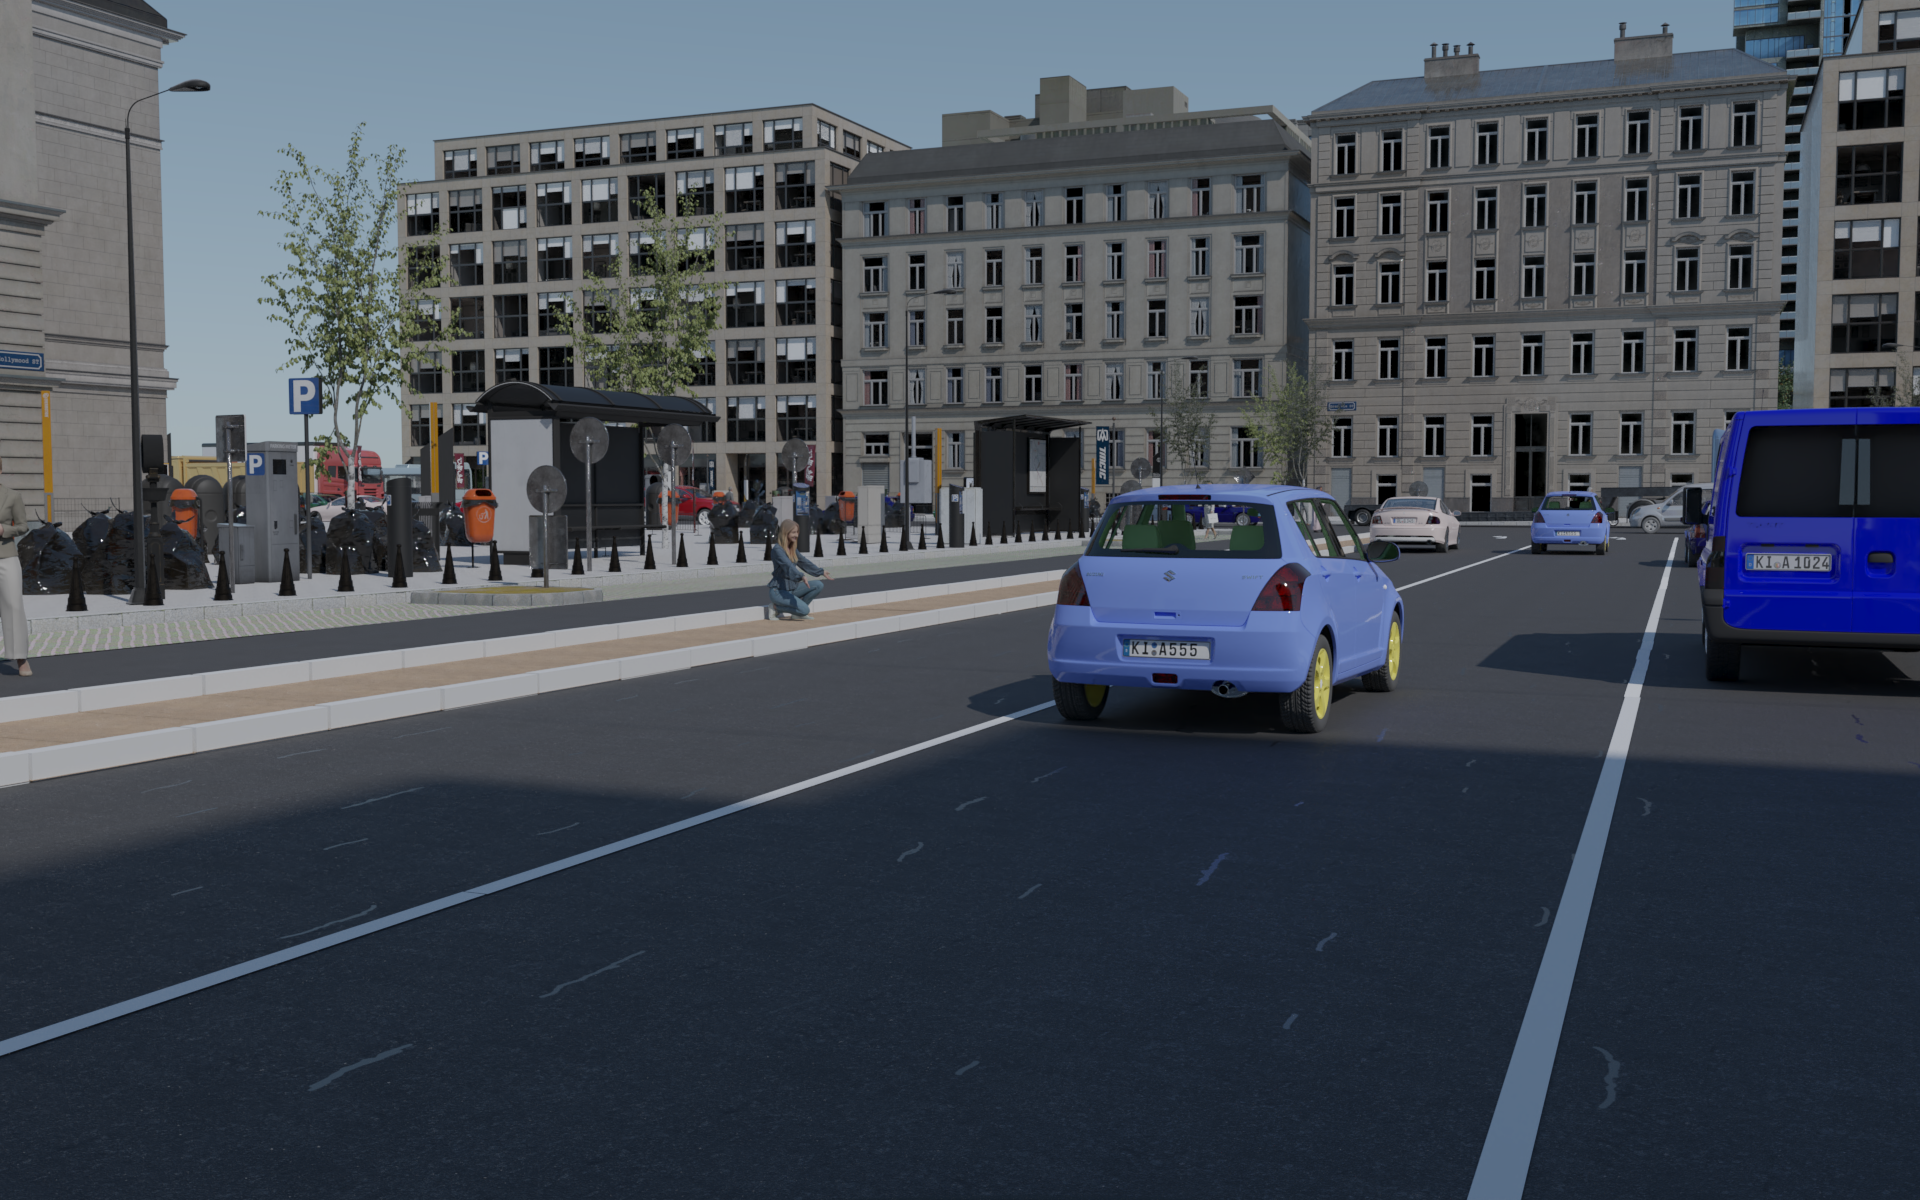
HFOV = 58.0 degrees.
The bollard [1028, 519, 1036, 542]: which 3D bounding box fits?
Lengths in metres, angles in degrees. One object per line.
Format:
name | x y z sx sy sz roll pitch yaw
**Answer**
bollard | 1.943 -1.870 46.609 0.229 0.601 0.229 0 3 0

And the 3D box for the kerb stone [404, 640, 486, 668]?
kerb stone | -4.406 0.462 14.661 0.120 0.150 1.000 1 4 23

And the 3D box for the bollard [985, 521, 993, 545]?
bollard | 0.729 -1.693 43.726 0.229 0.601 0.229 0 3 0

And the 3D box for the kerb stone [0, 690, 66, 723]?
kerb stone | -6.001 0.695 10.855 0.120 0.150 1.000 1 4 23

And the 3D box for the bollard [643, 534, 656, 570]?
bollard | -5.276 -0.820 29.451 0.229 0.601 0.229 0 3 0

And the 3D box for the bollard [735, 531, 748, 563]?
bollard | -4.079 -0.994 32.299 0.229 0.601 0.229 0 3 0

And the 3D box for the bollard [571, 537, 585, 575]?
bollard | -6.081 -0.704 27.546 0.229 0.601 0.229 0 3 0

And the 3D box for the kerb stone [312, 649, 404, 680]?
kerb stone | -4.811 0.519 13.714 0.120 0.150 1.000 1 4 23

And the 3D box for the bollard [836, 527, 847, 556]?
bollard | -2.475 -1.228 36.114 0.229 0.601 0.229 0 3 0

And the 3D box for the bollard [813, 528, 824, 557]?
bollard | -2.874 -1.170 35.168 0.229 0.601 0.229 0 3 0

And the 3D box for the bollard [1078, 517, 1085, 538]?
bollard | 3.547 -2.102 50.411 0.229 0.601 0.229 0 3 0

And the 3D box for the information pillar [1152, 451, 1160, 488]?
information pillar | 10.330 -6.077 90.718 0.504 3.616 0.183 0 4 -4

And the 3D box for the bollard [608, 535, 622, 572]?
bollard | -5.683 -0.762 28.499 0.229 0.601 0.229 0 3 0

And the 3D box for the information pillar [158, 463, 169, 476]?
information pillar | -18.968 -2.242 41.148 0.304 2.012 0.304 -3 4 -38

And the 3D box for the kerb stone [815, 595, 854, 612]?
kerb stone | -1.615 0.055 21.290 0.120 0.150 1.000 1 4 23

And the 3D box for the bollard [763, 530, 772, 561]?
bollard | -3.674 -1.053 33.261 0.229 0.601 0.229 0 3 0

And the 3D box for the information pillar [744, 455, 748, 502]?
information pillar | -12.714 -6.825 102.948 0.183 3.616 0.504 -2 4 -25

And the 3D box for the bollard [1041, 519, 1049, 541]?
bollard | 2.342 -1.928 47.558 0.229 0.601 0.229 0 3 0

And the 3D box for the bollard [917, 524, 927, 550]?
bollard | -0.870 -1.461 39.922 0.229 0.601 0.229 0 3 0

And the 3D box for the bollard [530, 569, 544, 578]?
bollard | -6.486 -0.645 26.586 0.229 0.601 0.229 0 3 0

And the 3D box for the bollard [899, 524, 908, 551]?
bollard | -1.272 -1.402 38.969 0.229 0.601 0.229 0 3 0

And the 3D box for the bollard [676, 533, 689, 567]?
bollard | -4.879 -0.878 30.398 0.229 0.601 0.229 0 3 0

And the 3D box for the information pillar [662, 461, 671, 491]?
information pillar | -10.710 -4.422 63.646 0.183 3.616 0.504 3 5 41

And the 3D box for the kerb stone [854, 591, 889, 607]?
kerb stone | -1.218 -0.002 22.236 0.120 0.150 1.000 1 4 23

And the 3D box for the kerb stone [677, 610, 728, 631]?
kerb stone | -2.810 0.229 18.444 0.120 0.150 1.000 1 4 23

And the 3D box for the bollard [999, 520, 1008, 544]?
bollard | 1.133 -1.752 44.688 0.229 0.601 0.229 0 3 0

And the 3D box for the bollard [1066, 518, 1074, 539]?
bollard | 3.143 -2.044 49.462 0.229 0.601 0.229 0 3 0

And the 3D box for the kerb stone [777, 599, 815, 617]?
kerb stone | -2.019 0.113 20.343 0.120 0.150 1.000 1 4 23

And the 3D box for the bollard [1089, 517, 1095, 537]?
bollard | 3.941 -2.160 51.359 0.229 0.601 0.229 0 3 0

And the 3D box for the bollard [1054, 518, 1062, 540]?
bollard | 2.741 -1.986 48.505 0.229 0.601 0.229 0 3 0

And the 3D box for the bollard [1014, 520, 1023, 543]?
bollard | 1.539 -1.811 45.649 0.229 0.601 0.229 0 3 0

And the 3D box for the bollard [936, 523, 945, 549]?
bollard | -0.462 -1.519 40.883 0.229 0.601 0.229 0 3 0

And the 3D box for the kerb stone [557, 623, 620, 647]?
kerb stone | -3.612 0.345 16.551 0.120 0.150 1.000 1 4 23

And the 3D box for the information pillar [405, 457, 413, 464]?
information pillar | -34.693 -7.203 109.124 0.504 3.616 0.183 0 4 -1

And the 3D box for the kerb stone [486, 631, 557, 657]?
kerb stone | -4.001 0.407 15.603 0.120 0.150 1.000 1 4 23

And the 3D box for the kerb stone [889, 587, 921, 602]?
kerb stone | -0.816 -0.059 23.185 0.120 0.150 1.000 1 4 23

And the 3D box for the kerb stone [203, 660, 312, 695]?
kerb stone | -5.210 0.577 12.762 0.120 0.150 1.000 1 4 23

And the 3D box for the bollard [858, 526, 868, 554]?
bollard | -2.070 -1.286 37.071 0.229 0.601 0.229 0 3 0

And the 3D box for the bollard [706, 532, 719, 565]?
bollard | -4.482 -0.936 31.345 0.229 0.601 0.229 0 3 0

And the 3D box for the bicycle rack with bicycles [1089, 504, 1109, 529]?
bicycle rack with bicycles | 5.062 -3.002 62.463 2.852 0.926 2.925 2 4 35

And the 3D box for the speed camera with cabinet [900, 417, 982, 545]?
speed camera with cabinet | -0.472 -3.051 44.219 2.038 3.252 0.660 1 4 18

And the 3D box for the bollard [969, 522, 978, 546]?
bollard | 0.327 -1.635 42.781 0.229 0.601 0.229 0 3 0

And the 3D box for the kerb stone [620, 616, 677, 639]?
kerb stone | -3.209 0.289 17.500 0.120 0.150 1.000 1 4 23

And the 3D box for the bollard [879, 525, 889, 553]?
bollard | -1.674 -1.344 38.019 0.229 0.601 0.229 0 3 0

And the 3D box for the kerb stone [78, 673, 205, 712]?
kerb stone | -5.606 0.635 11.807 0.120 0.150 1.000 1 4 23

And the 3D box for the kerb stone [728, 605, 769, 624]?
kerb stone | -2.410 0.171 19.392 0.120 0.150 1.000 1 4 23
